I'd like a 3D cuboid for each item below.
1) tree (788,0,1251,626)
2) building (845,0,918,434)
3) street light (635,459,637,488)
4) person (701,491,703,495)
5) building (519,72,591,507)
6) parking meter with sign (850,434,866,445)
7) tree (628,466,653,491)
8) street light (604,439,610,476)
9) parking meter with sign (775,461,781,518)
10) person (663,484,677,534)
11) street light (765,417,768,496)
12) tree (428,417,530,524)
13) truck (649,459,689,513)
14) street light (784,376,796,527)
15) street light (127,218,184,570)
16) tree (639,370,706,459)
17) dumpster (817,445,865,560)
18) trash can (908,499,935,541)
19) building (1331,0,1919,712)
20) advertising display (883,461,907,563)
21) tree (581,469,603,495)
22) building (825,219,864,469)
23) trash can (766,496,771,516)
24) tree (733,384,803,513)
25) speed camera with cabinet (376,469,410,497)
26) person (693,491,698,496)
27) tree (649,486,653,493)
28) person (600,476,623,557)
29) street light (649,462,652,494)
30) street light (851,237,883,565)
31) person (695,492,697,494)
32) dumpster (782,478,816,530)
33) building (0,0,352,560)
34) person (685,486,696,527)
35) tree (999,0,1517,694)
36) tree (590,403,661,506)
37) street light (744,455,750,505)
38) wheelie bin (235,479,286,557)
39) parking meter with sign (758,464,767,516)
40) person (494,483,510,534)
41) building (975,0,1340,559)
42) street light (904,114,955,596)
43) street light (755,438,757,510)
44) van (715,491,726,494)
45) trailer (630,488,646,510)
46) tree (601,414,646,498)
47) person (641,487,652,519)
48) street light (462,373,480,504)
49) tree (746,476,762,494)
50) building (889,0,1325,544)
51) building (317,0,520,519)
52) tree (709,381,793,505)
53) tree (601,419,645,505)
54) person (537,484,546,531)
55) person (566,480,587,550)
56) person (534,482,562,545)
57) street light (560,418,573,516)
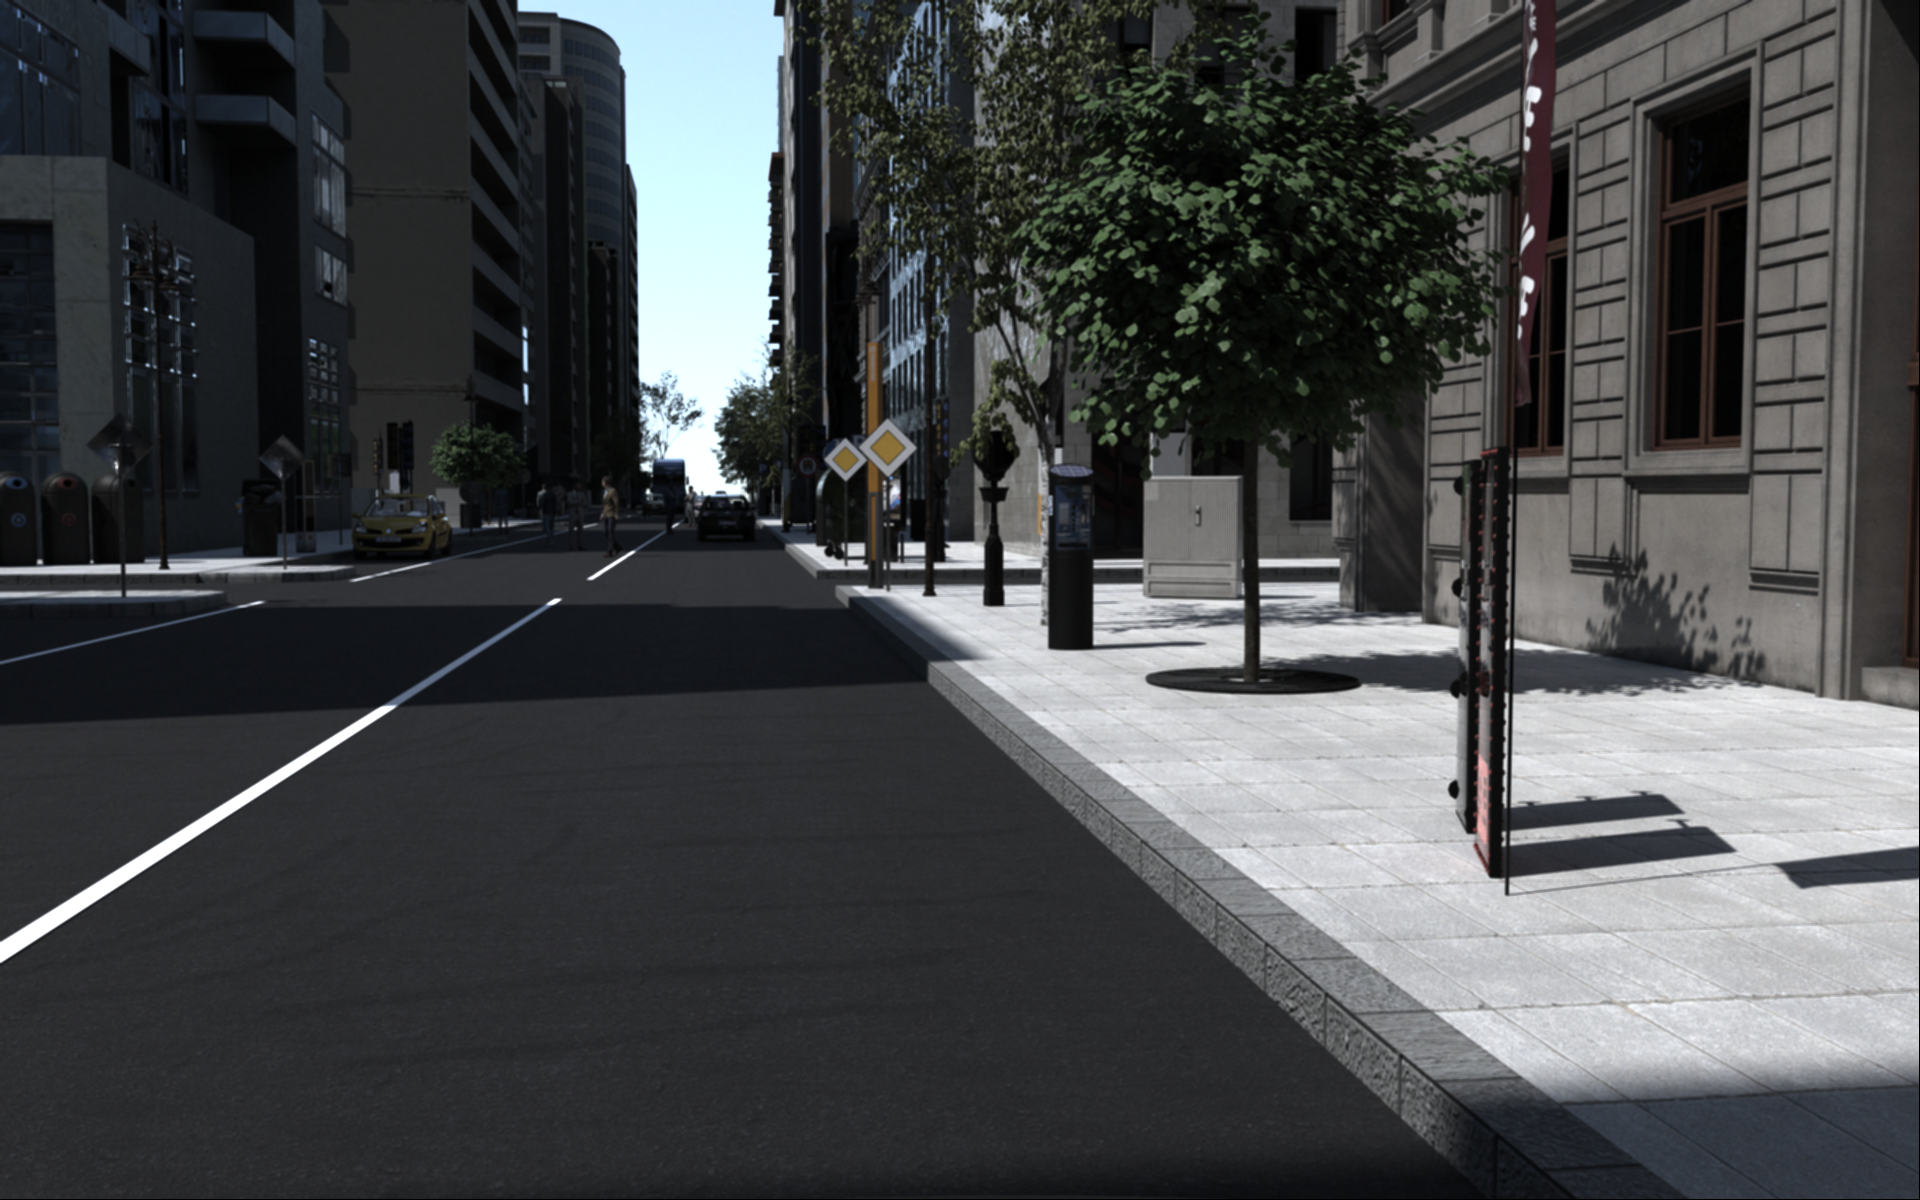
[{"bbox_3d":[0.623,-4.059,16.722,4.737,8.622,4.395,0,3,0],"label":"tree"},{"bbox_3d":[1.231,-15.007,74.238,11.050,23.489,19.941,0,4,-8],"label":"building"},{"bbox_3d":[-35.085,-13.154,187.863,0.468,5.910,1.993,0,4,-8],"label":"street light"},{"bbox_3d":[-31.745,-12.506,212.974,0.705,1.824,1.348,-1,4,-9],"label":"person"},{"bbox_3d":[-42.763,-29.360,163.624,14.154,41.232,14.086,0,4,-8],"label":"building"},{"bbox_3d":[-2.674,-3.265,49.638,0.543,3.016,1.738,-1,4,-18],"label":"parking meter with sign"},{"bbox_3d":[-36.972,-13.264,200.583,4.285,4.588,4.351,0,3,0],"label":"tree"},{"bbox_3d":[-28.983,-10.377,142.447,0.468,5.910,1.993,0,4,-8],"label":"street light"},{"bbox_3d":[-8.774,-5.788,90.892,1.738,3.016,0.543,1,4,17],"label":"parking meter with sign"},{"bbox_3d":[-10.481,-3.295,62.555,0.419,1.800,0.721,1,4,21],"label":"person"},{"bbox_3d":[-11.677,-8.067,104.679,0.468,5.910,1.993,0,4,-8],"label":"street light"},{"bbox_3d":[-21.073,-5.745,77.651,4.285,4.588,4.351,0,3,0],"label":"tree"},{"bbox_3d":[-22.898,-9.023,137.285,2.967,4.110,18.799,-1,4,-8],"label":"truck"},{"bbox_3d":[-6.652,-5.826,68.042,0.468,5.910,1.993,0,4,-8],"label":"street light"},{"bbox_3d":[-13.549,-3.457,29.312,0.468,5.910,1.993,0,4,-8],"label":"street light"},{"bbox_3d":[-44.003,-24.834,261.924,12.611,20.169,13.585,0,3,0],"label":"tree"},{"bbox_3d":[-2.059,-1.960,34.546,1.502,2.255,1.985,0,4,-8],"label":"dumpster"},{"bbox_3d":[-1.054,-2.182,47.328,0.748,1.137,0.748,0,3,0],"label":"trash can"},{"bbox_3d":[10.534,-10.636,10.056,11.583,22.565,21.152,0,4,-8],"label":"building"},{"bbox_3d":[-1.300,-1.672,32.543,0.123,1.923,0.974,-2,4,-32],"label":"advertising display"},{"bbox_3d":[-28.718,-8.672,136.387,1.663,3.219,1.824,0,3,0],"label":"tree"},{"bbox_3d":[0.750,-14.131,98.498,16.820,18.784,16.811,0,4,-8],"label":"building"},{"bbox_3d":[-11.621,-5.594,103.122,0.748,1.137,0.748,0,3,0],"label":"trash can"},{"bbox_3d":[-12.622,-10.059,114.824,4.360,8.622,3.978,0,3,0],"label":"tree"},{"bbox_3d":[-24.360,-4.867,73.917,0.660,3.252,2.038,1,4,22],"label":"speed camera with cabinet"},{"bbox_3d":[-31.495,-12.026,205.112,1.348,1.826,0.705,1,4,22],"label":"person"},{"bbox_3d":[-42.582,-15.110,241.642,1.663,3.219,1.824,0,3,0],"label":"tree"},{"bbox_3d":[-8.012,-1.913,39.681,0.656,1.842,0.836,1,4,20],"label":"person"},{"bbox_3d":[-40.212,-15.424,224.969,0.468,5.910,1.993,0,4,-8],"label":"street light"},{"bbox_3d":[-1.679,-3.585,31.399,0.468,5.910,1.993,0,4,-8],"label":"street light"},{"bbox_3d":[-36.306,-13.974,237.759,1.217,1.735,0.721,-2,4,-35],"label":"person"},{"bbox_3d":[-5.622,-3.396,61.289,1.264,1.857,1.865,0,4,-8],"label":"dumpster"},{"bbox_3d":[-29.442,-44.774,44.726,22.319,86.520,31.000,0,4,-8],"label":"building"},{"bbox_3d":[-11.865,-4.117,75.990,0.511,1.800,0.466,2,4,31],"label":"person"},{"bbox_3d":[1.968,-1.714,11.735,4.285,4.588,4.351,0,3,0],"label":"tree"},{"bbox_3d":[-34.675,-14.939,178.669,8.767,10.594,7.601,1,4,17],"label":"tree"},{"bbox_3d":[-21.925,-12.661,179.792,0.468,5.910,1.993,0,4,-8],"label":"street light"},{"bbox_3d":[-14.409,-1.703,35.758,0.980,1.594,0.693,-2,4,-31],"label":"wheelie bin"},{"bbox_3d":[-11.490,-6.379,100.554,0.543,3.016,1.738,-1,4,-9],"label":"parking meter with sign"},{"bbox_3d":[-16.358,-3.263,61.875,0.581,1.822,0.654,-2,4,-24],"label":"person"},{"bbox_3d":[9.398,-11.289,39.328,16.860,20.320,10.420,0,4,-8],"label":"building"},{"bbox_3d":[-0.383,-2.987,21.620,0.468,5.910,1.993,0,4,-8],"label":"street light"},{"bbox_3d":[-16.887,-10.420,143.157,0.468,5.910,1.993,0,4,-8],"label":"street light"},{"bbox_3d":[-31.127,-13.375,225.690,2.013,2.044,4.112,0,4,-6],"label":"van"},{"bbox_3d":[-28.027,-8.814,151.162,1.471,1.999,3.904,0,4,-6],"label":"trailer"},{"bbox_3d":[-31.506,-12.867,160.729,4.737,8.622,4.395,0,3,0],"label":"tree"},{"bbox_3d":[-17.807,-5.480,98.121,0.620,1.820,0.660,-1,4,-22],"label":"person"},{"bbox_3d":[-18.668,-5.717,66.264,0.468,5.910,1.993,0,4,-8],"label":"street light"},{"bbox_3d":[-19.310,-10.533,166.809,1.663,3.219,1.824,0,3,0],"label":"tree"},{"bbox_3d":[3.714,-12.292,55.718,10.420,20.320,16.860,0,4,-8],"label":"building"},{"bbox_3d":[-34.547,-28.398,88.011,21.300,48.544,21.600,0,4,-8],"label":"building"},{"bbox_3d":[-23.365,-17.674,195.619,9.857,13.997,8.962,0,3,0],"label":"tree"},{"bbox_3d":[-32.978,-13.400,169.454,4.360,8.622,3.978,0,3,0],"label":"tree"},{"bbox_3d":[-16.250,-3.628,67.917,0.635,1.810,0.391,-1,4,-22],"label":"person"},{"bbox_3d":[-9.769,-2.174,44.219,0.466,1.800,0.511,3,5,42],"label":"person"},{"bbox_3d":[-11.496,-2.425,48.493,0.721,1.781,0.623,2,4,29],"label":"person"},{"bbox_3d":[-23.890,-8.132,105.742,0.468,5.910,1.993,0,4,-8],"label":"street light"}]
